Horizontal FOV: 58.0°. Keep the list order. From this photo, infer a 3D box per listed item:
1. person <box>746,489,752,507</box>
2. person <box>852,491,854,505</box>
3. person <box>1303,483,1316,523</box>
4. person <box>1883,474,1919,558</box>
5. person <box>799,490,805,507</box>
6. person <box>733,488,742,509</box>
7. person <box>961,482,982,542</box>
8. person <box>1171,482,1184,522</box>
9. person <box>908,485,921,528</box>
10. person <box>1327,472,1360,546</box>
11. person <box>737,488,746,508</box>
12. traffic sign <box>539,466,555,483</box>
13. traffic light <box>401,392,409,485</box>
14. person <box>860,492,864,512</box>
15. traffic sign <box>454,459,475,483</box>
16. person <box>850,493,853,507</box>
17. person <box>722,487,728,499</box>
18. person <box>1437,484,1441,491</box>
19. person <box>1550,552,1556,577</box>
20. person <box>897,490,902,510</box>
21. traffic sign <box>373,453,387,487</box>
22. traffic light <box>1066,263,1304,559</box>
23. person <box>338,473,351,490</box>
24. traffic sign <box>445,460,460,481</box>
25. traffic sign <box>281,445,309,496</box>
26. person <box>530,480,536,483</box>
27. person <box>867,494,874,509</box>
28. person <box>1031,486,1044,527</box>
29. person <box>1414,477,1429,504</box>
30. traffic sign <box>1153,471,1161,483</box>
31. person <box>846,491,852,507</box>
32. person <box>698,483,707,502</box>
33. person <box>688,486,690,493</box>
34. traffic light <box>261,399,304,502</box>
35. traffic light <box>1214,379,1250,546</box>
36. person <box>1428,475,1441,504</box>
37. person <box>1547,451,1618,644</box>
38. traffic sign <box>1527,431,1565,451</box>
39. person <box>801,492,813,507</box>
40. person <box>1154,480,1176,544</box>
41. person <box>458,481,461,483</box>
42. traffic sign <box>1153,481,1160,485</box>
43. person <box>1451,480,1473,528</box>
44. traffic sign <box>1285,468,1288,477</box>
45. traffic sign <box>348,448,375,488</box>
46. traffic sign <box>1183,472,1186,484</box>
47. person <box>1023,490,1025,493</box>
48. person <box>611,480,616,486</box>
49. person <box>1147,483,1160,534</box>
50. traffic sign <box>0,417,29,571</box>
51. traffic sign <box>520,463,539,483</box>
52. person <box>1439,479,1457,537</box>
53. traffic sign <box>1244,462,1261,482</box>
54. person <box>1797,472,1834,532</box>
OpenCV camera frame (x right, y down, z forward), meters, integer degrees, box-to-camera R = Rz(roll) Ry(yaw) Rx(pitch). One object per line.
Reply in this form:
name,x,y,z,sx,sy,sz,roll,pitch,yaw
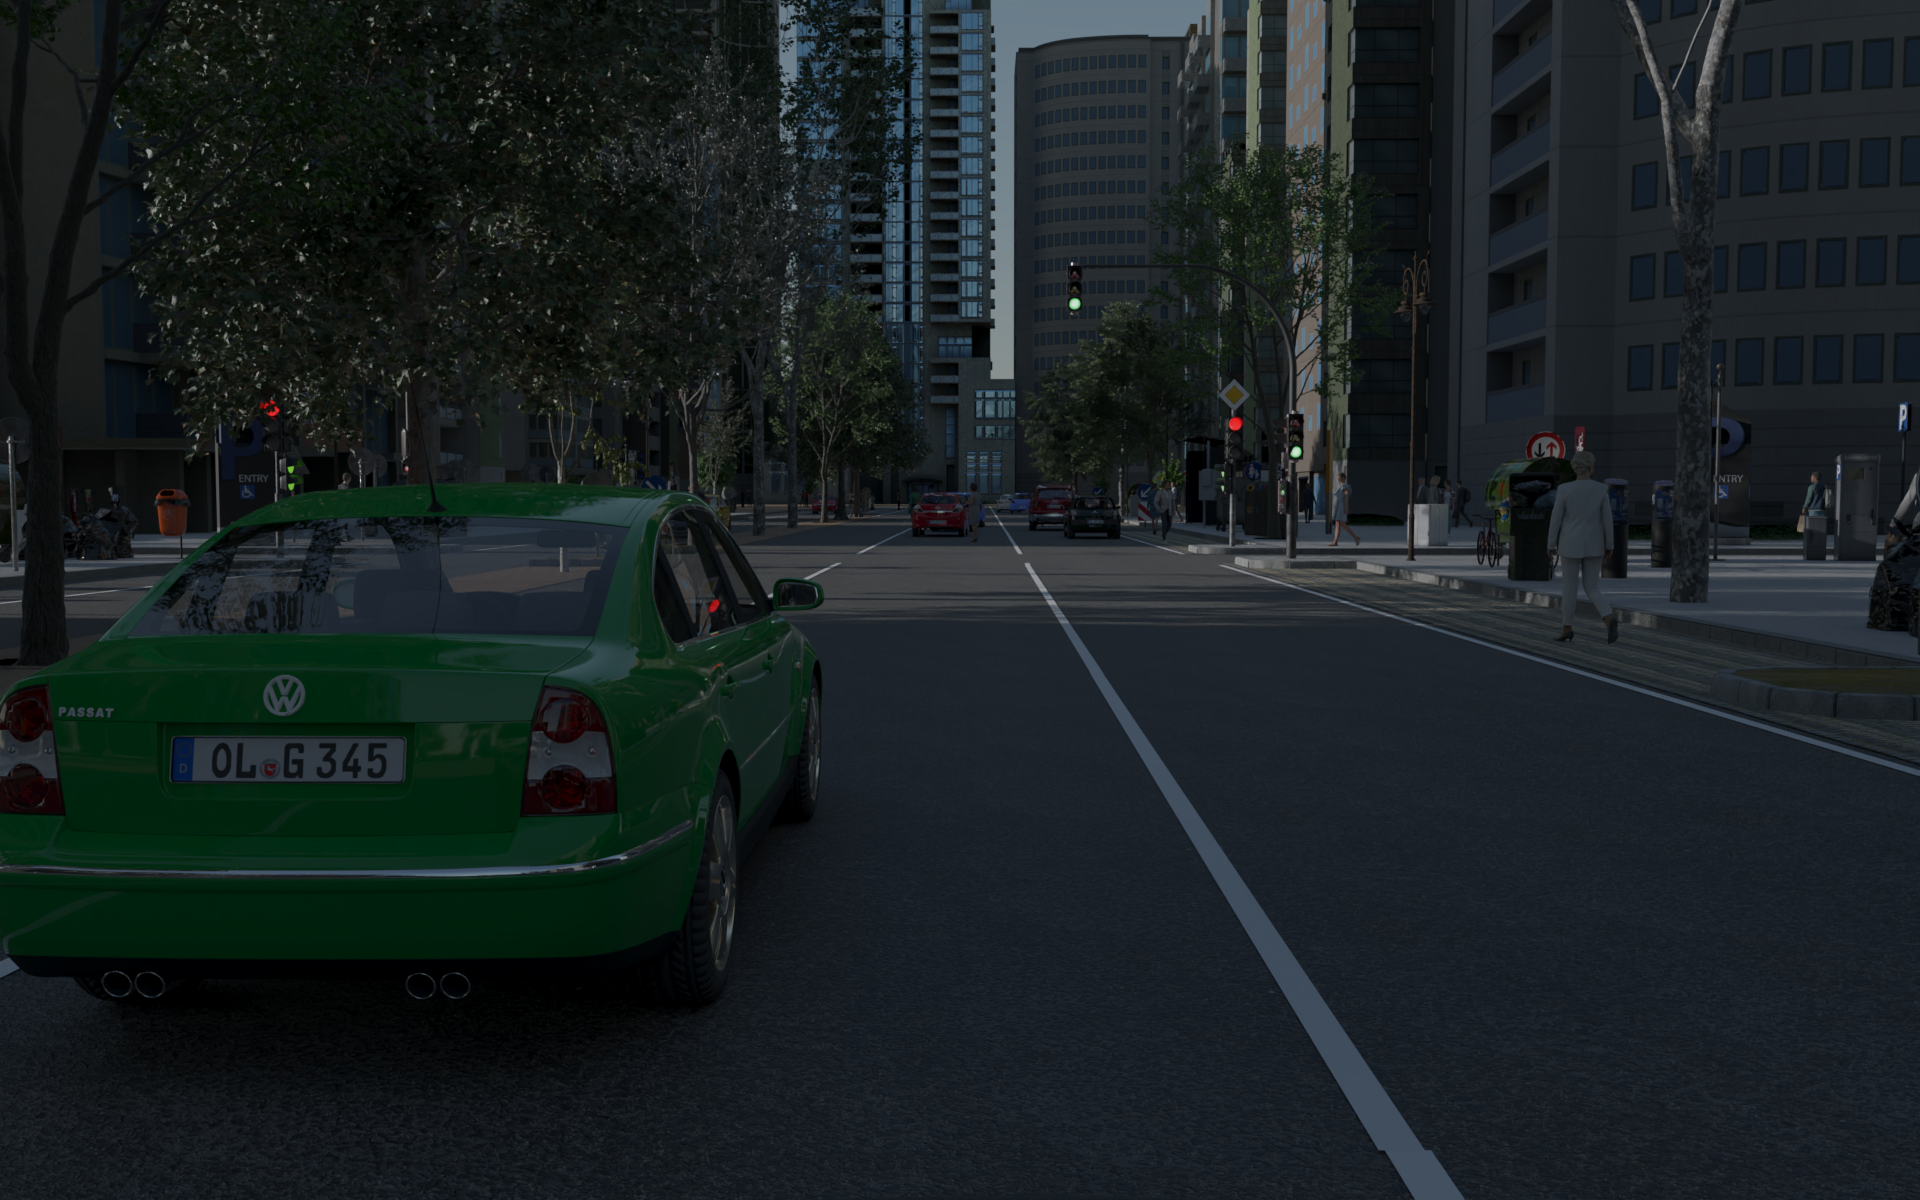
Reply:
person,-21.114,-10.202,173.299,0.683,1.767,0.568,1,4,20
person,-10.529,-10.059,173.699,0.721,1.736,1.217,2,4,27
person,15.366,-4.268,76.248,0.576,1.772,0.534,0,4,-6
person,10.870,-0.813,19.455,0.709,1.813,0.853,-1,4,-10
person,-15.613,-10.023,171.392,0.593,1.643,0.415,-1,4,-16
person,-18.767,-8.454,144.342,0.705,1.814,1.350,3,5,42
person,0.381,-2.635,51.934,0.532,1.782,0.716,2,4,28
person,9.803,-4.456,78.993,0.850,1.850,0.679,1,4,21
person,-1.846,-3.834,71.436,0.600,1.795,0.529,-3,4,-39
person,9.372,-2.212,42.300,0.778,1.811,0.616,1,4,10
person,-20.558,-9.629,163.507,0.705,1.821,1.348,2,4,30
traffic sign,-18.732,-4.796,78.523,0.768,2.556,0.104,0,4,7
traffic light,-11.406,-4.154,42.582,4.771,5.953,1.251,0,4,1
person,-7.821,-7.849,138.297,0.593,1.643,0.415,0,4,7
traffic sign,-18.239,-3.893,63.753,0.768,2.556,0.104,0,4,2
person,-11.306,-10.800,185.101,1.348,1.821,0.705,3,5,44
person,-15.716,-6.685,115.517,0.709,1.800,0.728,2,4,33
person,17.770,-3.545,64.370,0.716,1.782,0.532,0,4,6
person,9.003,-1.167,26.942,0.330,1.601,0.589,-2,4,-31
person,-5.400,-8.917,154.393,0.705,1.812,1.348,-1,4,-12
traffic sign,-18.347,-3.320,54.389,0.768,2.556,0.104,1,4,10
traffic light,4.467,-3.643,34.236,4.771,5.953,1.251,0,4,1
person,-16.501,-2.490,46.537,0.659,1.850,0.755,2,4,33
traffic sign,-18.886,-3.955,64.777,0.768,2.556,0.104,0,4,3
traffic sign,-17.607,-2.797,45.733,0.884,2.594,0.081,0,4,6
person,-16.132,-3.628,65.371,0.388,1.821,0.555,1,4,13
person,-8.976,-9.904,170.445,1.348,1.822,0.705,1,4,17
person,3.370,-4.085,75.623,0.599,1.781,0.374,0,4,-7
person,13.702,-2.760,51.560,0.834,1.777,0.661,-1,4,-16
traffic sign,11.117,-5.897,96.145,0.795,2.593,0.064,0,4,7
person,-11.811,-10.920,187.765,1.217,1.735,0.721,1,4,16
person,-7.777,-2.608,51.567,0.576,1.772,0.534,-2,4,-35
person,-17.948,-6.682,115.271,0.713,1.824,0.794,2,4,30
traffic light,-13.600,-2.793,34.588,0.839,4.253,0.868,0,4,1
traffic light,6.661,-3.267,42.335,0.839,4.253,0.868,0,4,1
person,13.266,-2.582,48.441,0.728,1.800,0.709,2,4,31
person,5.932,-0.492,16.431,0.514,1.842,0.818,-1,4,-15
traffic sign,11.921,-2.155,35.335,0.768,2.556,0.104,1,4,10
person,-15.553,-10.379,175.674,1.348,1.831,0.705,1,4,13
person,5.882,-2.543,49.925,0.661,1.843,0.795,-1,4,-20
person,-22.310,-4.341,76.826,0.655,1.846,0.447,3,5,41
traffic sign,13.177,-7.003,114.607,0.768,2.556,0.104,1,4,9
person,19.067,-3.663,65.897,0.822,1.834,0.622,3,5,40
traffic sign,11.577,-3.850,63.047,0.768,2.556,0.104,1,4,9
traffic sign,-16.469,-2.910,47.680,0.768,2.556,0.104,0,4,4
traffic sign,12.426,-5.744,94.027,0.768,2.556,0.104,0,4,5
person,6.646,-10.434,179.237,0.705,1.807,1.348,1,4,20
person,-8.870,-2.185,44.498,0.850,1.792,0.678,-2,4,-34
person,6.871,-3.230,61.341,0.581,1.822,0.654,1,4,22
traffic sign,-15.711,-1.752,28.743,0.768,2.556,0.104,0,4,1
traffic sign,-17.620,-4.333,70.947,0.768,2.556,0.104,0,4,1
person,14.610,-2.759,51.988,0.563,1.720,0.643,1,4,13
traffic sign,11.534,-4.153,68.003,0.768,2.556,0.104,1,4,9
person,20.745,-2.202,42.037,0.794,1.824,0.713,0,4,6
